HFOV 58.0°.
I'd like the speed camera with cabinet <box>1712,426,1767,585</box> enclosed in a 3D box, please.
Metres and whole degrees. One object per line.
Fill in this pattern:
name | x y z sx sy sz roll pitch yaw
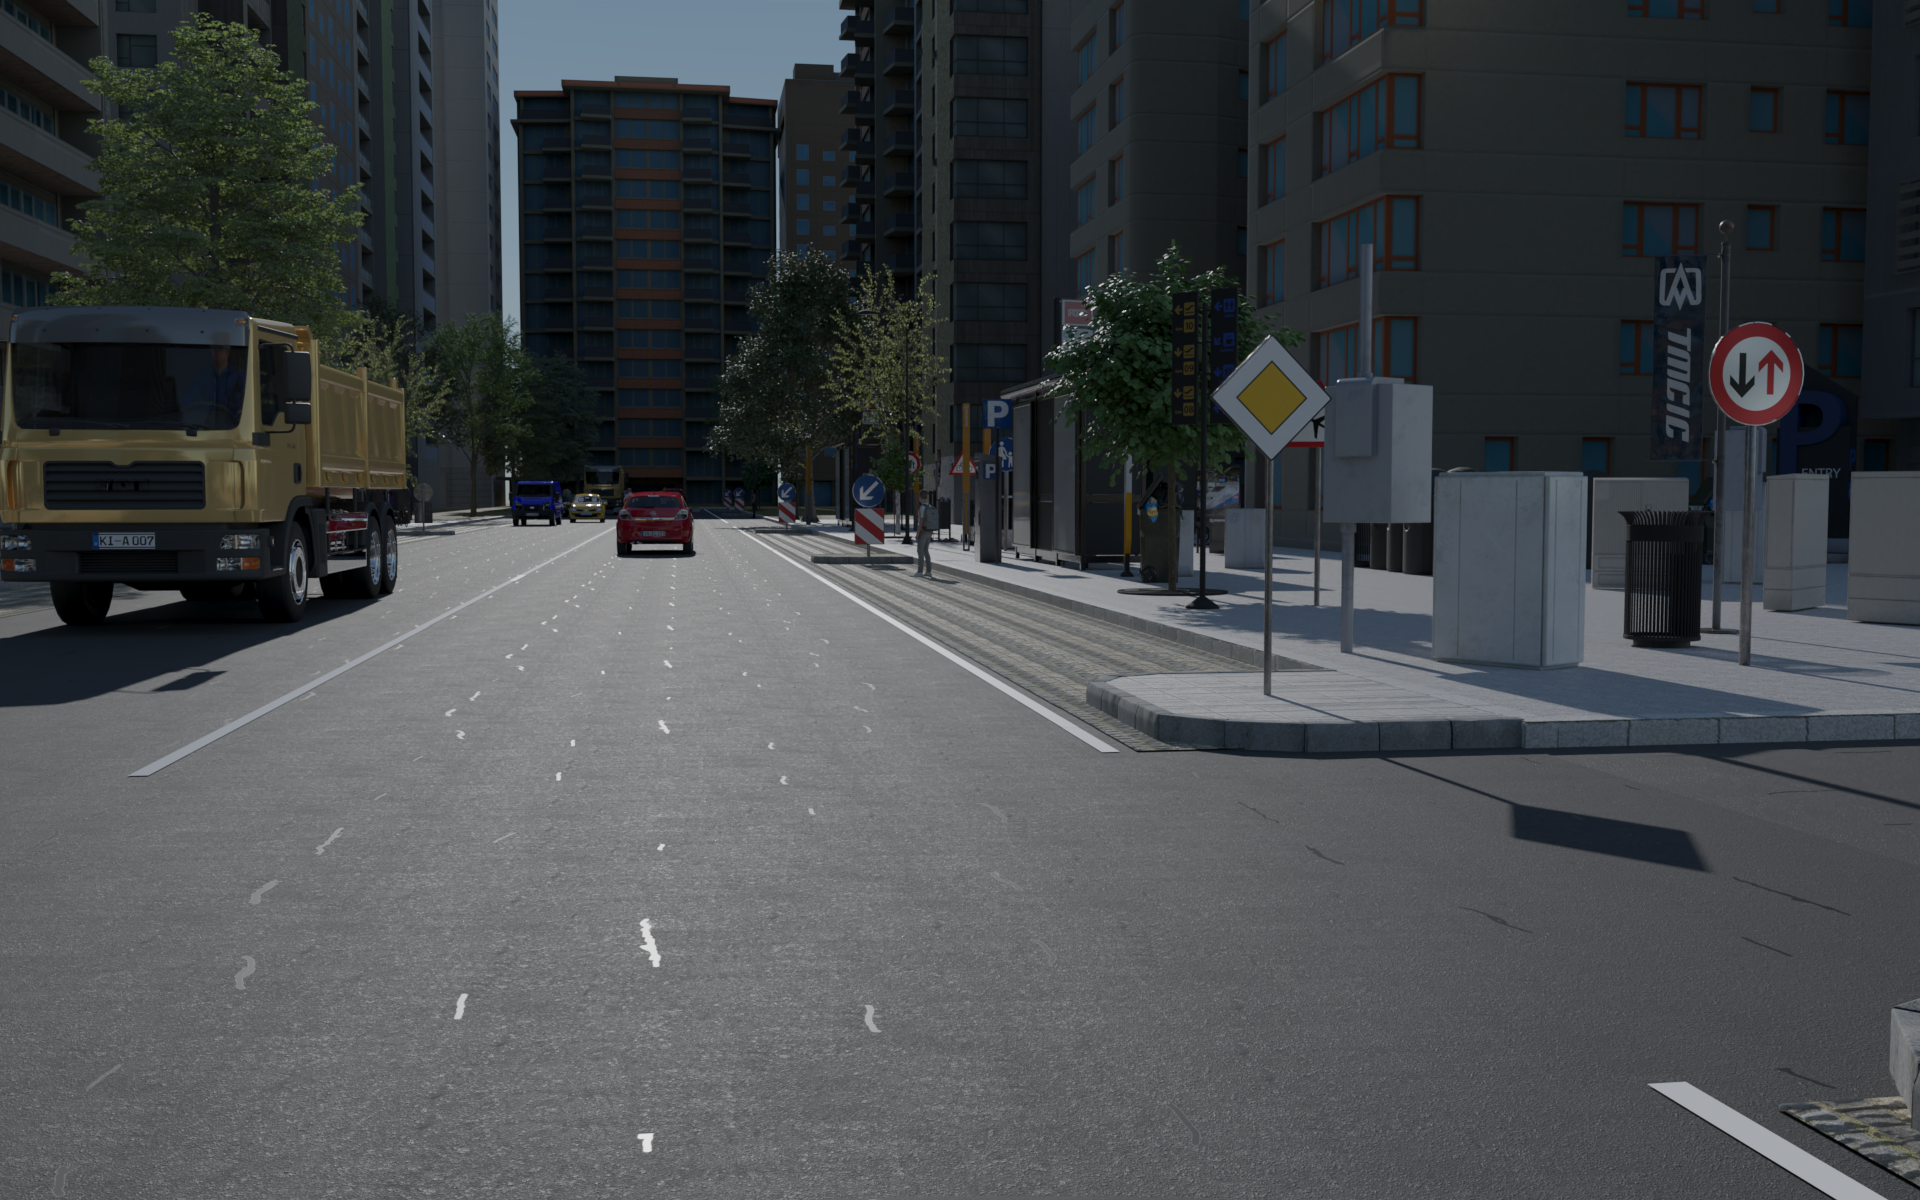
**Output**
speed camera with cabinet | 11.055 -1.838 24.389 0.660 3.252 2.038 2 4 32

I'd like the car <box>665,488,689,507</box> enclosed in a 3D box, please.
car | -19.086 -6.479 114.609 2.281 1.827 5.304 -1 4 -11

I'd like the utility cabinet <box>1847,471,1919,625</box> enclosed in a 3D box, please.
utility cabinet | 9.338 -0.502 16.894 0.318 1.500 1.173 -2 4 -35

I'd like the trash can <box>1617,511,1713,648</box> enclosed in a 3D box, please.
trash can | 5.923 -0.180 14.590 0.748 1.137 0.748 0 3 0

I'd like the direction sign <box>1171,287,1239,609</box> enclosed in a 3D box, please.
direction sign | 2.719 -1.672 19.329 0.876 3.537 0.379 3 5 44

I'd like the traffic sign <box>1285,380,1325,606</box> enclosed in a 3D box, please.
traffic sign | 4.098 -1.213 19.831 0.884 2.594 0.081 0 3 0

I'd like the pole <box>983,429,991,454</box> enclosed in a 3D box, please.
pole | 0.617 -2.809 39.776 0.158 3.312 0.155 0 3 0

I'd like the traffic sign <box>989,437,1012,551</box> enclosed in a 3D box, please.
traffic sign | 1.025 -2.374 38.916 0.768 2.556 0.104 0 4 -3

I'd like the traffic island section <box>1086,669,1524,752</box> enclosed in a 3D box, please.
traffic island section | 1.982 0.685 11.080 2.009 0.180 2.903 -1 4 -9

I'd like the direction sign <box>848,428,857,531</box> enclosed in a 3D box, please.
direction sign | -3.680 -4.147 59.802 0.379 3.537 0.876 1 4 12

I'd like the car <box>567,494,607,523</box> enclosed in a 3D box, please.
car | -18.918 -4.755 87.965 2.015 1.641 3.980 -1 4 -10

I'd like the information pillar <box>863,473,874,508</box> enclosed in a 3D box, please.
information pillar | -3.251 -3.482 61.416 0.304 2.012 0.304 1 4 14

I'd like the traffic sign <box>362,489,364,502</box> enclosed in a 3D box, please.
traffic sign | -25.098 -4.450 72.766 0.884 2.594 0.081 0 4 -1

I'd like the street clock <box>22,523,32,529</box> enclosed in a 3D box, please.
street clock | -15.807 -1.518 29.391 0.471 2.002 0.358 0 4 -1

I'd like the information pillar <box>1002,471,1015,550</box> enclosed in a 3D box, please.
information pillar | 1.099 -2.181 40.156 0.304 2.012 0.304 -3 5 -42

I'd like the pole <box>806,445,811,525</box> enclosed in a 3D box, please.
pole | -6.353 -4.813 72.540 0.158 3.312 0.155 0 3 0

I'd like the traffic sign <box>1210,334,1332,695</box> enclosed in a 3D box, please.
traffic sign | 1.960 -0.450 10.999 0.795 2.450 0.064 -1 4 -9

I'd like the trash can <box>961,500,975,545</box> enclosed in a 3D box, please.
trash can | 0.388 -1.952 43.576 0.748 1.137 0.748 0 3 0

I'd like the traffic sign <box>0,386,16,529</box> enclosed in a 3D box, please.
traffic sign | -18.221 -2.376 32.716 2.265 3.308 0.079 0 4 -3

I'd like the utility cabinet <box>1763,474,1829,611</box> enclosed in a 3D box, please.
utility cabinet | 9.276 -0.645 19.229 0.318 1.500 1.173 3 5 43

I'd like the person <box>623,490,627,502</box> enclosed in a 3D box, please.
person | -26.931 -8.002 140.065 0.721 1.736 1.217 0 4 8

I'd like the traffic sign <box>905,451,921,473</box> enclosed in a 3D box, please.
traffic sign | -1.550 -3.152 51.638 0.768 2.556 0.104 0 4 -1

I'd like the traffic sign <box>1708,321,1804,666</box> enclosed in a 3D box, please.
traffic sign | 5.878 -0.782 12.898 0.768 2.556 0.104 -1 4 -9

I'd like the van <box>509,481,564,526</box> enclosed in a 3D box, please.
van | -19.547 -4.633 80.135 2.240 2.365 5.245 -1 4 -8

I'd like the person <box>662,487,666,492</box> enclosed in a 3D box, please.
person | -15.638 -5.083 91.585 0.705 1.826 1.348 1 4 9

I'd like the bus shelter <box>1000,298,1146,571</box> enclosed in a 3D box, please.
bus shelter | 2.122 -3.398 33.181 2.179 5.291 8.768 -1 4 -9

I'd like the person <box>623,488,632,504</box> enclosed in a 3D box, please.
person | -16.228 -4.642 85.334 0.756 1.711 0.436 -1 4 -17

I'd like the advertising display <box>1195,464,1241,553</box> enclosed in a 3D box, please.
advertising display | 5.580 -1.973 37.469 0.974 1.923 0.123 0 4 7

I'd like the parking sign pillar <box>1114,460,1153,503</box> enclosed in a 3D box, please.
parking sign pillar | 5.106 -3.824 50.987 1.447 3.967 1.447 -3 4 -36

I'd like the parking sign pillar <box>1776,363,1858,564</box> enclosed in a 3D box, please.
parking sign pillar | 16.070 -2.694 32.514 1.447 3.967 1.447 -3 5 -45

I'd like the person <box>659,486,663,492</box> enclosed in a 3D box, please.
person | -15.975 -5.174 92.721 1.348 1.869 0.705 -1 4 -11

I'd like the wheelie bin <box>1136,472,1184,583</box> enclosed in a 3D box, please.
wheelie bin | 2.923 -1.060 25.244 0.693 1.594 0.980 0 4 4

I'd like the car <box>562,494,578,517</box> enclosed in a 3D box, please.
car | -24.078 -6.031 108.397 2.009 1.686 4.222 0 4 -7

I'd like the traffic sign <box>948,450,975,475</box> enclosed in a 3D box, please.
traffic sign | 0.118 -2.951 48.257 0.884 2.594 0.081 0 4 -4

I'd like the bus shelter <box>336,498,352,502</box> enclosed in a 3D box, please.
bus shelter | -23.271 -4.400 63.222 1.731 3.624 6.357 -1 4 -9

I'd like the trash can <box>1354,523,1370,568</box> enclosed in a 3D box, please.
trash can | 7.131 -1.148 30.420 0.748 1.137 0.748 0 3 0

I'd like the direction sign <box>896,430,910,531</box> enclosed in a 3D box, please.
direction sign | -2.048 -4.217 60.940 0.379 3.537 0.876 3 4 36

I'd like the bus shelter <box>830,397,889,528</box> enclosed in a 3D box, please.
bus shelter | -3.983 -5.600 69.189 2.179 5.291 8.768 -1 4 -9

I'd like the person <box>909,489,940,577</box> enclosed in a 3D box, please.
person | -0.626 -1.149 29.881 0.523 1.515 0.503 0 4 -7

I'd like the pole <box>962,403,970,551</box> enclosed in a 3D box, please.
pole | 0.140 -2.762 38.998 0.158 3.312 0.155 0 3 0

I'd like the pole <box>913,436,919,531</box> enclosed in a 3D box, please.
pole | -1.523 -4.067 60.338 0.158 3.312 0.155 0 3 0

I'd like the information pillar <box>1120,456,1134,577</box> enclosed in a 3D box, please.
information pillar | 2.594 -2.164 26.730 0.183 3.616 0.504 0 4 2

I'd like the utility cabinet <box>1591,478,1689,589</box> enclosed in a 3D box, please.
utility cabinet | 9.126 -0.892 23.267 1.173 1.500 0.318 1 4 17

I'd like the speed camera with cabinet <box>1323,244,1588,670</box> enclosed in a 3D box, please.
speed camera with cabinet | 3.802 -1.166 13.406 0.660 3.252 2.038 -3 5 -39

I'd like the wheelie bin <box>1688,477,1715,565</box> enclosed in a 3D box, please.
wheelie bin | 13.751 -1.452 31.641 0.693 1.594 0.980 0 4 -1

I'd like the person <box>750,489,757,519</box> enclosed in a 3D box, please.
person | -12.171 -5.646 101.529 0.721 1.735 1.217 -1 4 -12

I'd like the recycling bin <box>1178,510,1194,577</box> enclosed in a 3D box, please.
recycling bin | 3.245 -0.892 27.145 0.722 1.027 0.722 0 4 -3

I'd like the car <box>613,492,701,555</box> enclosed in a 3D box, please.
car | -7.474 -2.055 42.637 2.155 1.783 4.494 0 4 -8

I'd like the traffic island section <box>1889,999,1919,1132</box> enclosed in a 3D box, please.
traffic island section | 3.261 1.167 3.197 2.009 0.180 2.903 -1 4 -9

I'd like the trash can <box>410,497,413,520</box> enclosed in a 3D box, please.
trash can | -25.821 -4.218 80.619 0.748 1.137 0.748 0 3 0

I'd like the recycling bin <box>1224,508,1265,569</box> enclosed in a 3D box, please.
recycling bin | 5.010 -1.069 30.034 0.722 1.027 0.722 1 4 20
